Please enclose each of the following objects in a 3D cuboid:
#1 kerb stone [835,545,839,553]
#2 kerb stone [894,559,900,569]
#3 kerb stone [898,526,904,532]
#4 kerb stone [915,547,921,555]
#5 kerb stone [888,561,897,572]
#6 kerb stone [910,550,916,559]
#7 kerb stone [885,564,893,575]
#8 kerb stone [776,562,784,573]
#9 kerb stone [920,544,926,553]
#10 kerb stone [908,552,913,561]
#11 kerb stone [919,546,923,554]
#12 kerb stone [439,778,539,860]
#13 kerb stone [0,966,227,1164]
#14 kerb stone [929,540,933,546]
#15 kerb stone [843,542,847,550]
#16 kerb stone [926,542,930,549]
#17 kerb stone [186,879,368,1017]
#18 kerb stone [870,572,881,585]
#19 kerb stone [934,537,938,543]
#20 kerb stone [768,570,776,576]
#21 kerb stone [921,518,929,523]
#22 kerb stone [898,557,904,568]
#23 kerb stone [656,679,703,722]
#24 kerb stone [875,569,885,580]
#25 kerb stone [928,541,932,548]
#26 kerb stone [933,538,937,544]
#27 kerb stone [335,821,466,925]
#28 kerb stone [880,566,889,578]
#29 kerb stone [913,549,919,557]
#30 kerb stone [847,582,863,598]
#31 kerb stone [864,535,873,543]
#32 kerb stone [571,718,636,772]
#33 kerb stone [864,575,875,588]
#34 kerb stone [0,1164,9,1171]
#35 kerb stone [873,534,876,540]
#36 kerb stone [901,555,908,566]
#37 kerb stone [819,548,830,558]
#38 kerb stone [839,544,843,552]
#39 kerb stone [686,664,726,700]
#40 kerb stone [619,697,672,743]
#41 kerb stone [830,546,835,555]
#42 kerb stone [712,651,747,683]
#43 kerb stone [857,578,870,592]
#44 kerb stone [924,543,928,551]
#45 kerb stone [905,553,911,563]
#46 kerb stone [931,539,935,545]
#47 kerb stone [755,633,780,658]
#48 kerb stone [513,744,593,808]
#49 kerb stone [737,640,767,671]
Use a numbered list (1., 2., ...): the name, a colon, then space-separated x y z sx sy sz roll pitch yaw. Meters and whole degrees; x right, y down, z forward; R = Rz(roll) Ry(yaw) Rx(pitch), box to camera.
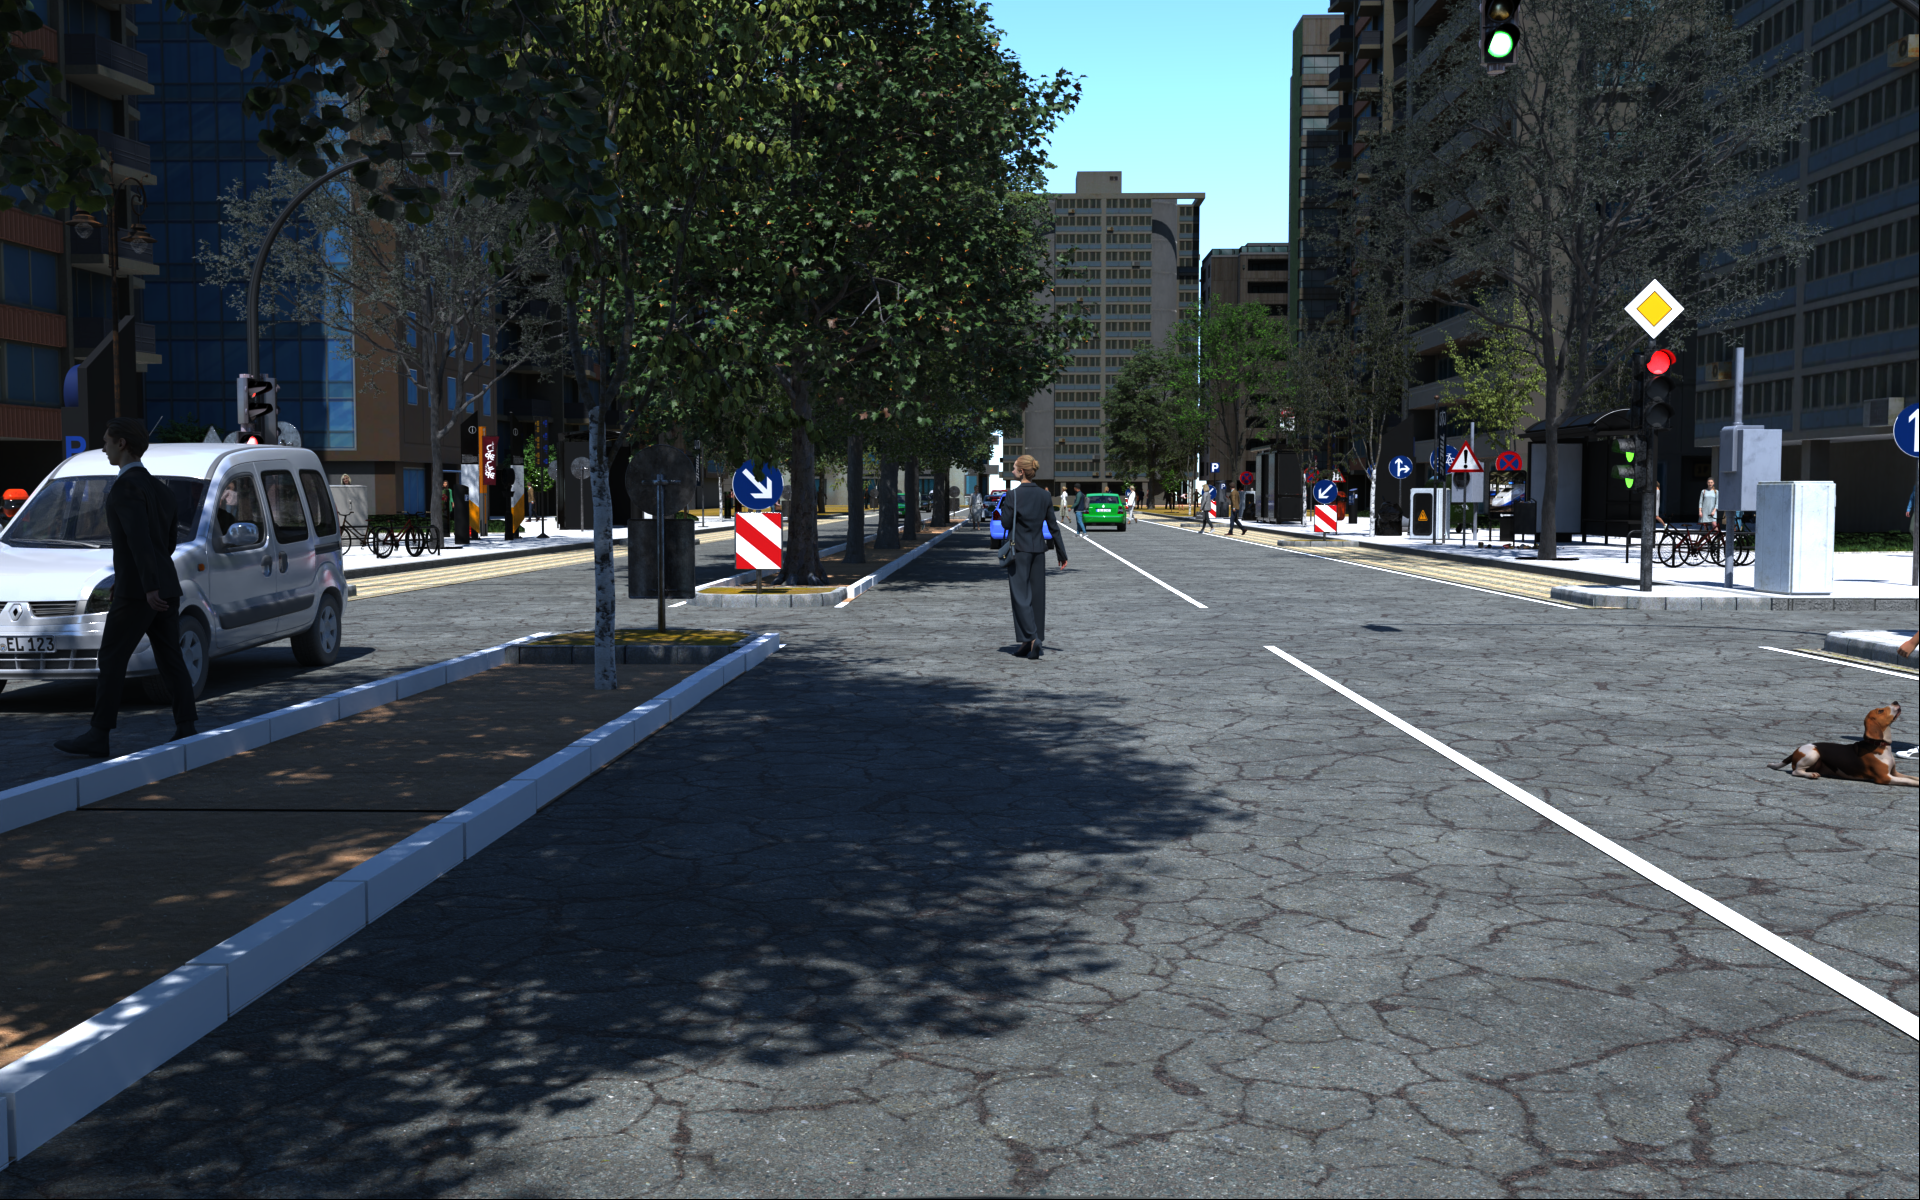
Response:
1. kerb stone: -3.075 -1.186 41.665 0.120 0.150 1.000 0 4 2
2. kerb stone: -1.254 -0.620 32.380 0.120 0.150 1.000 0 4 2
3. kerb stone: -2.291 -2.821 68.320 0.120 0.150 1.000 0 4 2
4. kerb stone: -1.036 -1.062 39.566 0.120 0.150 1.000 0 4 2
5. kerb stone: -1.279 -0.560 31.353 0.120 0.150 1.000 0 4 2
6. kerb stone: -1.099 -0.936 37.509 0.120 0.150 1.000 0 4 2
7. kerb stone: -1.310 -0.497 30.324 0.120 0.150 1.000 0 4 2
8. kerb stone: -3.372 -0.561 31.412 0.120 0.150 1.000 0 4 2
9. kerb stone: -0.972 -1.188 41.616 0.120 0.150 1.000 0 4 2
10. kerb stone: -1.125 -0.874 36.480 0.120 0.150 1.000 0 4 2
11. kerb stone: -1.004 -1.124 40.588 0.120 0.150 1.000 0 4 2
12. kerb stone: -1.978 0.915 7.281 0.120 0.150 1.000 0 4 2
13. kerb stone: -2.069 1.100 4.215 0.120 0.150 1.000 0 4 2
14. kerb stone: -0.852 -1.439 45.720 0.120 0.150 1.000 0 4 2
15. kerb stone: -3.008 -1.312 43.708 0.120 0.150 1.000 0 4 2
16. kerb stone: -0.912 -1.313 43.663 0.120 0.150 1.000 0 4 2
17. kerb stone: -2.044 1.037 5.236 0.120 0.150 1.000 0 4 2
18. kerb stone: -1.387 -0.310 27.258 0.120 0.150 1.000 0 4 2
19. kerb stone: -0.758 -1.627 48.800 0.120 0.150 1.000 0 4 2
20. kerb stone: -3.401 -0.499 30.388 0.120 0.150 1.000 0 4 2
21. kerb stone: -1.743 -3.950 86.782 0.120 0.150 1.000 0 4 2
22. kerb stone: -1.212 -0.684 33.410 0.120 0.150 1.000 0 4 2
23. kerb stone: -1.855 0.662 11.373 0.120 0.150 1.000 0 4 2
24. kerb stone: -1.369 -0.366 28.280 0.120 0.150 1.000 0 4 2
25. kerb stone: -0.880 -1.376 44.695 0.120 0.150 1.000 0 4 2
26. kerb stone: -0.798 -1.564 47.775 0.120 0.150 1.000 0 4 2
27. kerb stone: -2.013 0.976 6.258 0.120 0.150 1.000 0 4 2
28. kerb stone: -1.334 -0.435 29.302 0.120 0.150 1.000 0 4 2
29. kerb stone: -1.059 -0.998 38.544 0.120 0.150 1.000 0 4 2
30. kerb stone: -1.491 -0.118 24.189 0.120 0.150 1.000 0 4 2
31. kerb stone: -2.771 -1.812 51.901 0.120 0.150 1.000 0 4 2
32. kerb stone: -1.925 0.787 9.330 0.120 0.150 1.000 0 4 2
33. kerb stone: -1.425 -0.247 26.236 0.120 0.150 1.000 0 4 2
34. kerb stone: -2.103 1.162 3.191 0.120 0.150 1.000 0 4 2
35. kerb stone: -2.744 -1.880 52.932 0.120 0.150 1.000 0 4 2
36. kerb stone: -1.182 -0.746 34.432 0.120 0.150 1.000 0 4 2
37. kerb stone: -3.138 -1.056 39.613 0.120 0.150 1.000 0 4 2
38. kerb stone: -3.043 -1.253 42.686 0.120 0.150 1.000 0 4 2
39. kerb stone: -1.838 0.599 12.395 0.120 0.150 1.000 0 4 2
40. kerb stone: -1.896 0.730 10.353 0.120 0.150 1.000 0 4 2
41. kerb stone: -3.103 -1.128 40.643 0.120 0.150 1.000 0 4 2
42. kerb stone: -1.807 0.537 13.422 0.120 0.150 1.000 0 4 2
43. kerb stone: -1.454 -0.184 25.210 0.120 0.150 1.000 0 4 2
44. kerb stone: -0.944 -1.251 42.642 0.120 0.150 1.000 0 4 2
45. kerb stone: -1.154 -0.811 35.458 0.120 0.150 1.000 0 4 2
46. kerb stone: -0.816 -1.502 46.752 0.120 0.150 1.000 0 4 2
47. kerb stone: -1.739 0.411 15.473 0.120 0.150 1.000 0 4 2
48. kerb stone: -1.954 0.852 8.309 0.120 0.150 1.000 0 4 2
49. kerb stone: -1.765 0.475 14.443 0.120 0.150 1.000 0 4 2
